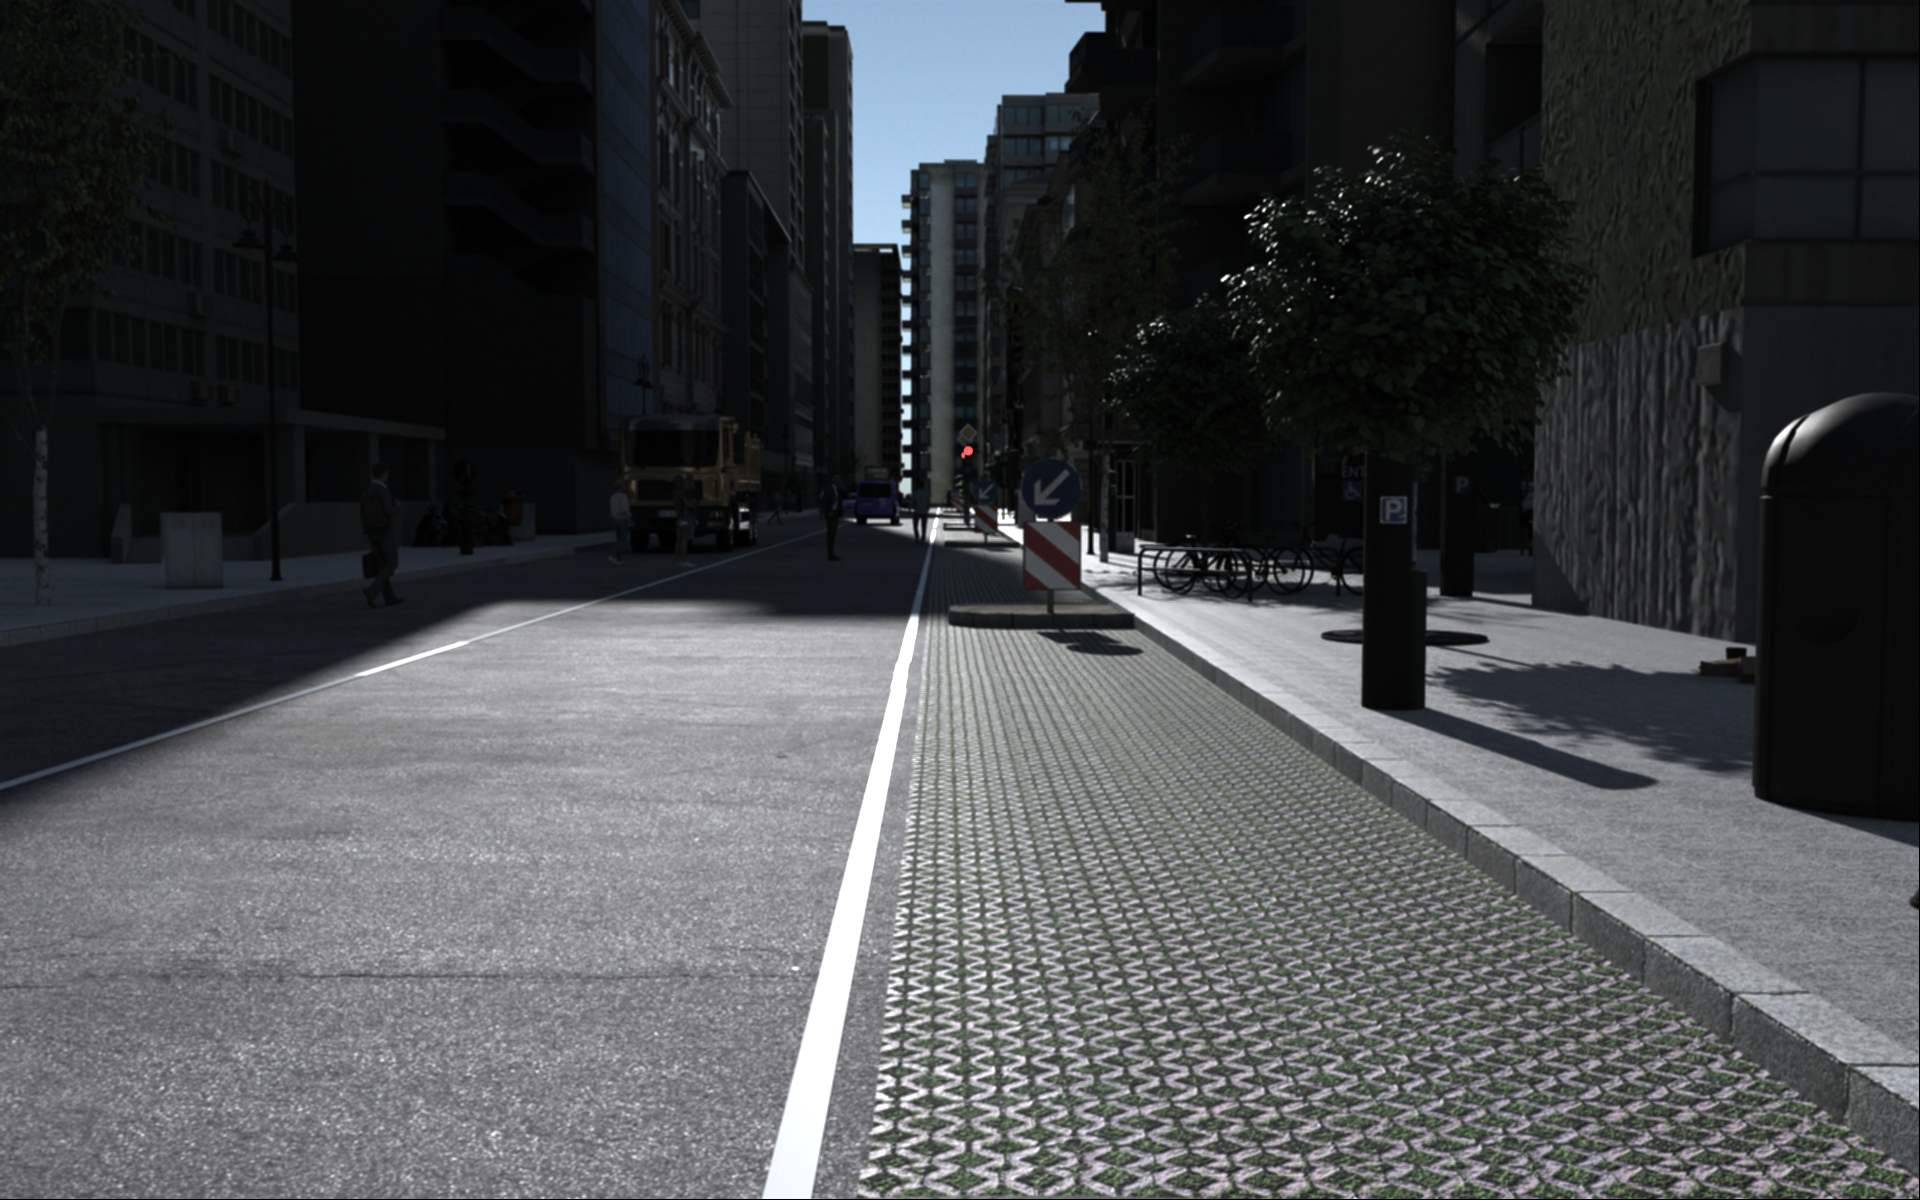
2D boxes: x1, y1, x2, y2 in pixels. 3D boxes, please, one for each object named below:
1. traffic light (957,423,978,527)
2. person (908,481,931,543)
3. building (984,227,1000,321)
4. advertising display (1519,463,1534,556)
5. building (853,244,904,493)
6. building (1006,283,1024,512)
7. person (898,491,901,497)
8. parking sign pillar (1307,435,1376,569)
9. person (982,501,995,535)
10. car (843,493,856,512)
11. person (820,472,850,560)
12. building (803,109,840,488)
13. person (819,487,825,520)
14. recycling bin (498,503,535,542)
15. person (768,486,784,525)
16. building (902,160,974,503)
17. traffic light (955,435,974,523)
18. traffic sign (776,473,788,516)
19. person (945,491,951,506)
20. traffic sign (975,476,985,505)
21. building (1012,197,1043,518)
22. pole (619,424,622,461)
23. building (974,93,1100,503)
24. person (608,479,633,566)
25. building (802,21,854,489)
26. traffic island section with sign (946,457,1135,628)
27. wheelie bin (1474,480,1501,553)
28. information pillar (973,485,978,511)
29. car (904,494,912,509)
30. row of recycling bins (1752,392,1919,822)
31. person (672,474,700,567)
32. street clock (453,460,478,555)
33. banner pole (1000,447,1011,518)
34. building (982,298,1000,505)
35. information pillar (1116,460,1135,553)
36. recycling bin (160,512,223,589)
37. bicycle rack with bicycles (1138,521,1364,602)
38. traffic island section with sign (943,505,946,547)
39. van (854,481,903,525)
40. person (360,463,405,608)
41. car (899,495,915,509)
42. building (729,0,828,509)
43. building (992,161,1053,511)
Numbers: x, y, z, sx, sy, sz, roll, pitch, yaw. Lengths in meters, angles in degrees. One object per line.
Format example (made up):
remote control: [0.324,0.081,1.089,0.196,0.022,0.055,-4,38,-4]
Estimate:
traffic light: [0.304,-4.861,68.398,0.839,4.253,0.868,0,4,-1]
person: [-1.168,-2.575,50.616,0.660,1.820,0.620,-1,4,-13]
building: [9.626,-25.513,188.842,14.160,30.474,14.107,0,4,-1]
advertising display: [11.902,-1.865,35.712,0.123,1.923,0.974,-1,4,-22]
building: [-20.307,-34.205,251.139,23.993,40.220,32.217,0,4,-1]
building: [11.645,-15.656,123.431,16.820,18.784,16.811,0,4,-1]
person: [-7.026,-11.858,202.385,0.705,1.822,1.348,-1,4,-17]
parking sign pillar: [6.846,-2.561,30.338,1.447,3.967,1.447,0,4,4]
person: [0.993,-3.156,60.287,0.511,1.800,0.466,1,4,13]
car: [-8.786,-8.001,140.407,1.945,1.707,3.694,0,4,-1]
person: [-2.703,-1.823,37.669,0.474,1.900,0.648,2,4,24]
building: [-19.867,-30.269,178.495,14.154,41.232,14.086,0,4,-1]
person: [-7.550,-5.327,95.829,0.641,1.798,0.478,2,4,33]
recycling bin: [-12.056,-2.114,47.116,0.722,1.027,0.722,1,4,21]
person: [-8.553,-4.386,80.307,0.778,1.811,0.616,0,4,3]
building: [7.035,-38.403,247.495,30.456,49.044,23.786,0,4,-1]
traffic light: [0.221,-5.349,76.383,0.839,4.253,0.868,0,4,-1]
traffic sign: [-10.570,-6.275,102.704,0.768,2.556,0.104,0,4,8]
person: [-1.356,-11.759,200.697,0.705,1.831,1.348,3,4,38]
traffic sign: [1.449,-7.536,123.324,0.768,2.556,0.104,0,4,6]
building: [8.665,-14.383,99.790,10.561,19.102,19.286,0,4,-1]
pole: [-9.771,-3.449,50.242,0.158,3.312,0.155,0,3,0]
building: [14.185,-36.144,210.563,23.786,49.044,30.456,0,4,-1]
person: [-6.788,-1.548,34.477,0.731,1.740,0.598,2,4,31]
building: [-27.531,-41.170,215.132,28.212,58.520,21.231,0,4,-1]
traffic island section with sign: [0.866,-0.655,19.340,1.989,1.847,2.006,0,4,-1]
wheelie bin: [11.353,-1.832,37.856,0.693,1.594,0.980,3,5,39]
information pillar: [1.187,-7.884,133.393,0.304,2.012,0.304,-2,4,-23]
car: [-4.689,-9.983,172.259,2.155,1.783,4.494,0,4,0]
row of recycling bins: [5.119,-0.017,7.388,3.534,1.692,1.069,-1,4,-12]
person: [-5.401,-1.563,34.029,0.580,1.828,0.573,1,4,11]
street clock: [-10.437,-1.958,36.578,0.471,2.002,0.358,1,4,22]
banner pole: [2.473,-6.268,92.493,0.863,3.779,0.401,3,4,36]
building: [16.299,-19.698,167.107,27.650,21.520,28.899,0,4,-1]
information pillar: [3.598,-2.027,37.639,0.304,2.012,0.304,-2,4,-26]
recycling bin: [-10.524,-0.683,23.721,0.722,1.027,0.722,-2,4,-28]
bicycle rack with bicycles: [3.508,-0.529,22.034,2.852,0.926,2.925,-3,5,-41]
traffic island section with sign: [0.576,-2.328,46.697,1.989,1.847,2.006,0,4,-1]
van: [-3.915,-4.807,82.981,2.240,2.365,5.245,0,4,1]
person: [-7.380,-0.828,22.007,0.622,1.834,0.822,2,4,27]
car: [-5.042,-9.165,162.435,1.945,1.354,3.894,0,4,0]
building: [-22.923,-44.158,160.233,20.563,71.187,20.611,0,4,-1]
building: [9.720,-21.751,141.538,13.634,28.700,20.117,0,4,-1]
